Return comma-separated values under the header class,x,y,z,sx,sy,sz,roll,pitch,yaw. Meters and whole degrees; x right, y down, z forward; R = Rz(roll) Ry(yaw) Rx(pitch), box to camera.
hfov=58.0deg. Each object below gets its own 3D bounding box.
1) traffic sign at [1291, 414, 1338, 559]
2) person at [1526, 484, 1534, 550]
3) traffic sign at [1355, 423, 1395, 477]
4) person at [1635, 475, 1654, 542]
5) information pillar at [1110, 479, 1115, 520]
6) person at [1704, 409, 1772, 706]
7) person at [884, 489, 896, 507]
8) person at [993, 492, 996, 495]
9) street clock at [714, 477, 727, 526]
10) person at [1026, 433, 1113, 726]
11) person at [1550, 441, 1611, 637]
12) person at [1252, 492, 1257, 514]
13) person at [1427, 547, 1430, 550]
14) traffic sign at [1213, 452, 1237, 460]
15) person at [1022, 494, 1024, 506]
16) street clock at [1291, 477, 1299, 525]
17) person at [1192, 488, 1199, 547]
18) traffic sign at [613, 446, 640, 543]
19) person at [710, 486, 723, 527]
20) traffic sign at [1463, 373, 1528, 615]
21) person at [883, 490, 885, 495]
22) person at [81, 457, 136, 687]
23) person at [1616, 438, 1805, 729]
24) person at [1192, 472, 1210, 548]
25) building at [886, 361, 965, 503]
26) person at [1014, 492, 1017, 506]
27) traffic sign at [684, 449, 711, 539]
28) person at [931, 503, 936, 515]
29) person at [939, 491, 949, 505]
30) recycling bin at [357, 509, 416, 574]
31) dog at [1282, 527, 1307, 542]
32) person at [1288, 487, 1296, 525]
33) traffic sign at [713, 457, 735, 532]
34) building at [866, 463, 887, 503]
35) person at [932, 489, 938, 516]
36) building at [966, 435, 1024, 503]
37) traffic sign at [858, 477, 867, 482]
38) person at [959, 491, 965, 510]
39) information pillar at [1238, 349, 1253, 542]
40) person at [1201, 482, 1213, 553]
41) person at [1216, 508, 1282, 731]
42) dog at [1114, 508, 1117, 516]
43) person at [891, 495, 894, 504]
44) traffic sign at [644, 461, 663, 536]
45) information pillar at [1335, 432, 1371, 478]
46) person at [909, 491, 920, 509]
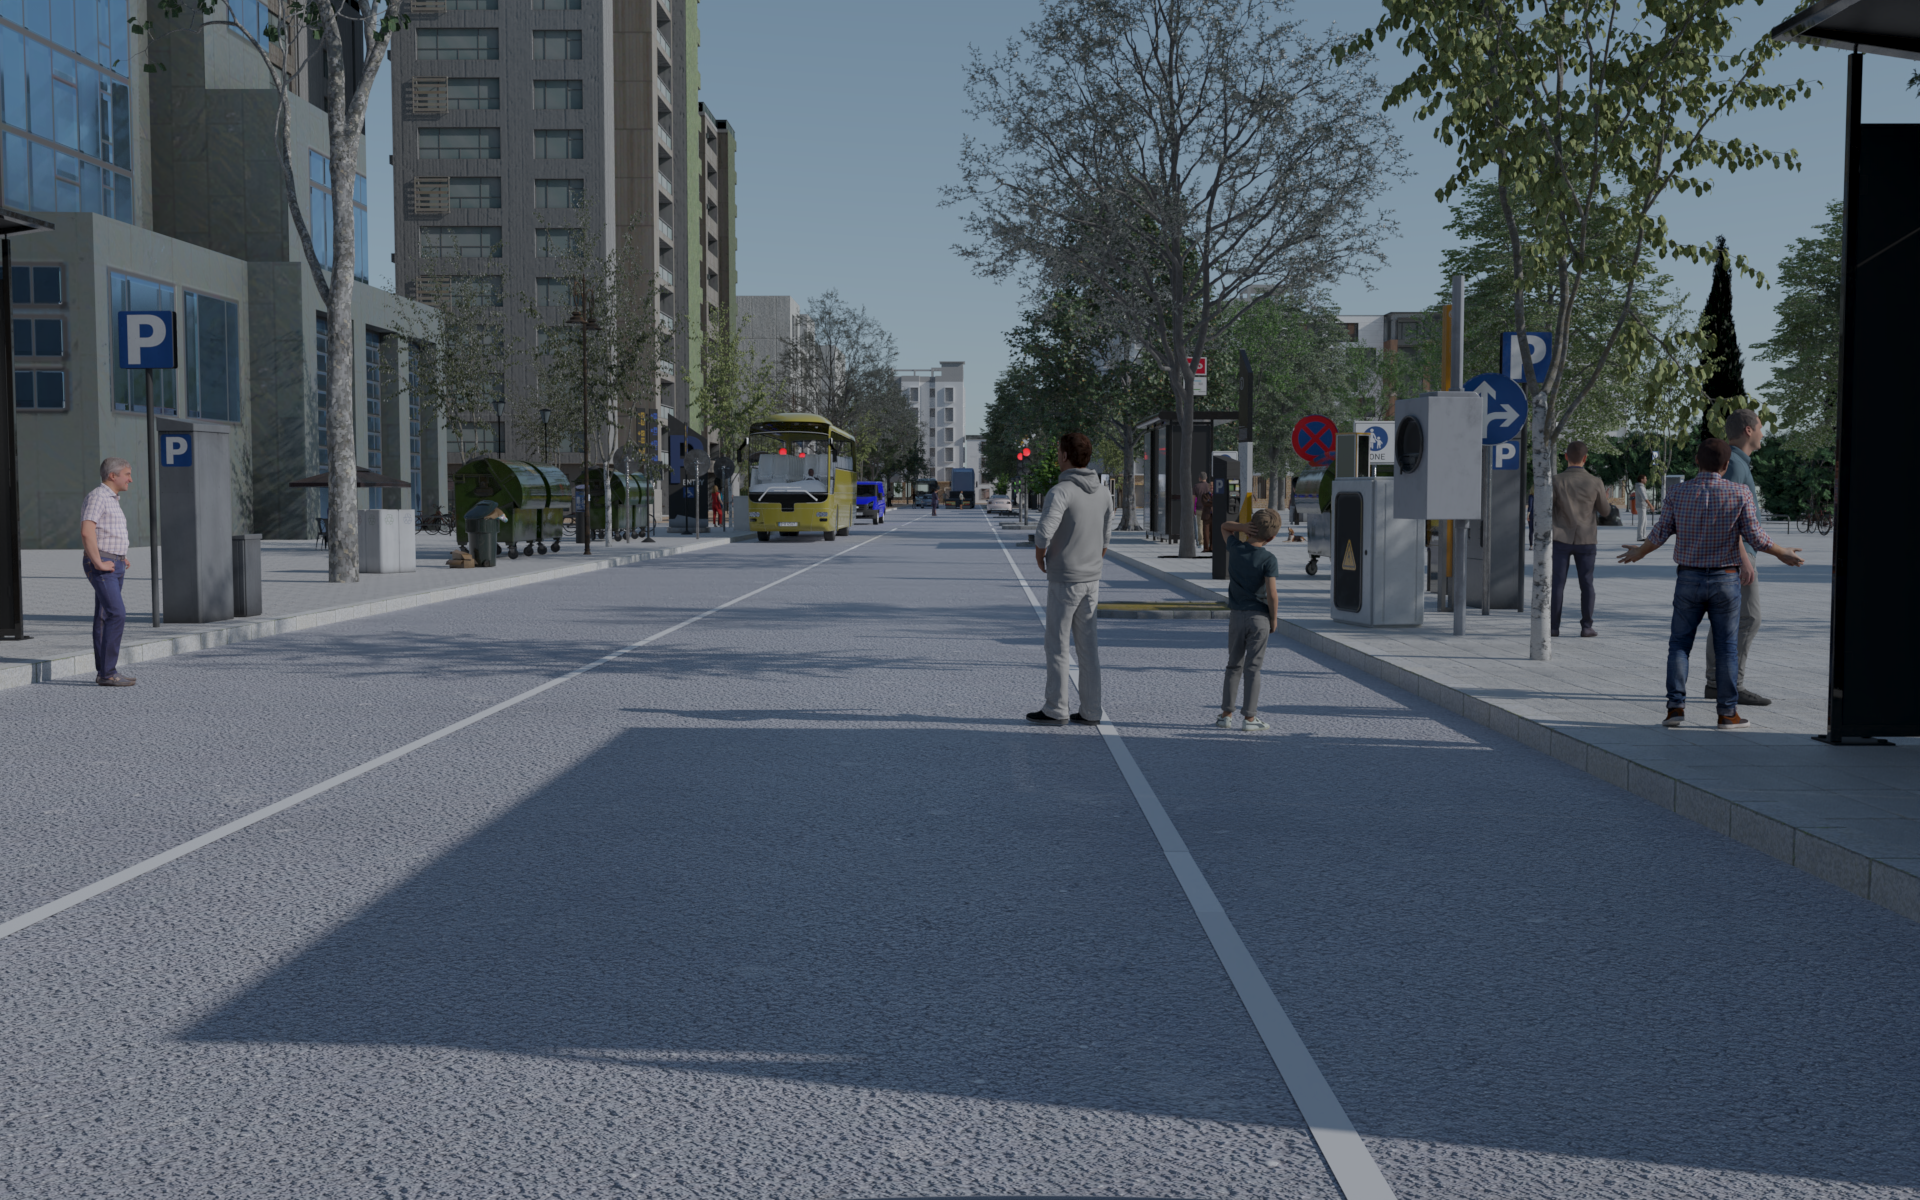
class,x,y,z,sx,sy,sz,roll,pitch,yaw
traffic sign,5.685,-1.694,27.801,0.768,2.556,0.104,0,4,3
person,13.081,-1.876,39.264,0.480,1.512,0.613,-2,4,-24
traffic sign,5.827,-1.362,24.400,0.606,2.300,0.079,0,4,1
person,18.513,-2.486,46.834,0.789,1.805,0.875,1,4,13
information pillar,7.336,-4.898,84.582,0.304,2.012,0.304,3,5,44
person,4.820,-0.277,10.703,0.434,1.807,0.598,2,4,30
person,-6.926,-10.044,170.265,1.348,1.823,0.705,-1,4,-17
person,3.885,-11.693,200.409,0.721,1.736,1.217,-3,5,-42
street clock,-9.734,-4.026,70.392,0.471,2.002,0.358,1,4,17
person,0.679,-0.128,10.747,0.875,1.805,0.789,-3,5,-41
person,5.573,-0.560,15.724,0.617,1.759,0.750,1,4,23
person,18.613,-6.401,111.251,0.990,1.755,0.434,0,4,-5
person,10.657,-1.958,38.501,0.683,1.767,0.568,-3,5,-40
traffic sign,6.338,-2.411,41.552,0.606,2.300,0.079,0,4,2
person,6.702,-11.086,187.436,0.705,1.807,1.348,-1,4,-12
street clock,13.921,-4.095,71.519,0.471,2.002,0.358,0,4,5
person,5.682,-2.028,42.431,0.726,1.434,0.776,0,4,-2
traffic sign,-8.641,-2.746,44.997,0.768,2.556,0.104,0,4,3
person,-9.424,-3.641,67.285,0.444,1.614,0.593,-2,4,-34
traffic sign,5.572,-1.112,18.281,0.768,2.556,0.104,0,4,7
person,-8.831,-11.768,198.387,0.705,1.831,1.348,-2,4,-34
person,-6.389,-0.224,13.100,0.436,1.711,0.756,0,4,-4
person,4.116,-0.092,9.514,0.963,1.587,0.435,1,4,21
person,5.812,-2.142,41.189,0.598,1.807,0.434,1,4,16
building,-4.923,-24.251,252.919,11.380,20.091,16.016,0,4,0
person,6.197,-11.422,192.778,0.705,1.826,1.348,0,4,-5
traffic sign,-7.439,-2.992,49.029,0.768,2.556,0.104,0,4,1
person,-1.796,-6.443,116.210,0.546,1.535,0.453,2,4,26
person,-1.973,-12.866,218.857,1.348,1.824,0.705,0,4,6
recycling bin,-9.407,-0.963,28.298,0.722,1.027,0.722,2,4,33
dog,8.991,-1.737,46.141,0.748,0.427,0.550,1,4,21
person,14.785,-4.158,76.610,0.434,1.807,0.598,-3,5,-40
traffic sign,-8.045,-3.604,59.032,0.768,2.556,0.104,1,4,8
building,-24.669,-18.860,250.500,28.070,9.664,9.099,0,4,0
person,-1.580,-6.350,112.764,0.568,1.767,0.683,-3,5,-39
building,14.858,-18.824,249.911,28.070,9.664,9.099,0,4,0
traffic sign,-7.406,-8.047,131.679,0.768,2.556,0.104,0,4,1
person,0.191,-9.107,158.193,0.721,1.735,1.217,1,4,16
information pillar,4.580,-2.231,27.829,0.183,3.616,0.504,-1,4,-8
person,5.502,-1.807,37.858,0.482,1.546,0.388,1,4,11
person,1.749,0.113,10.555,0.435,1.345,0.340,2,4,23
dog,8.815,-5.115,100.464,0.540,0.507,0.406,-2,4,-25
person,-8.914,-13.090,223.251,0.799,1.438,0.628,1,4,19
traffic sign,-9.411,-3.123,53.195,0.606,2.300,0.079,1,4,9
information pillar,4.708,-0.998,20.804,0.304,2.012,0.304,-3,5,-44
person,-4.405,-9.690,167.748,1.217,1.723,0.721,2,4,29
